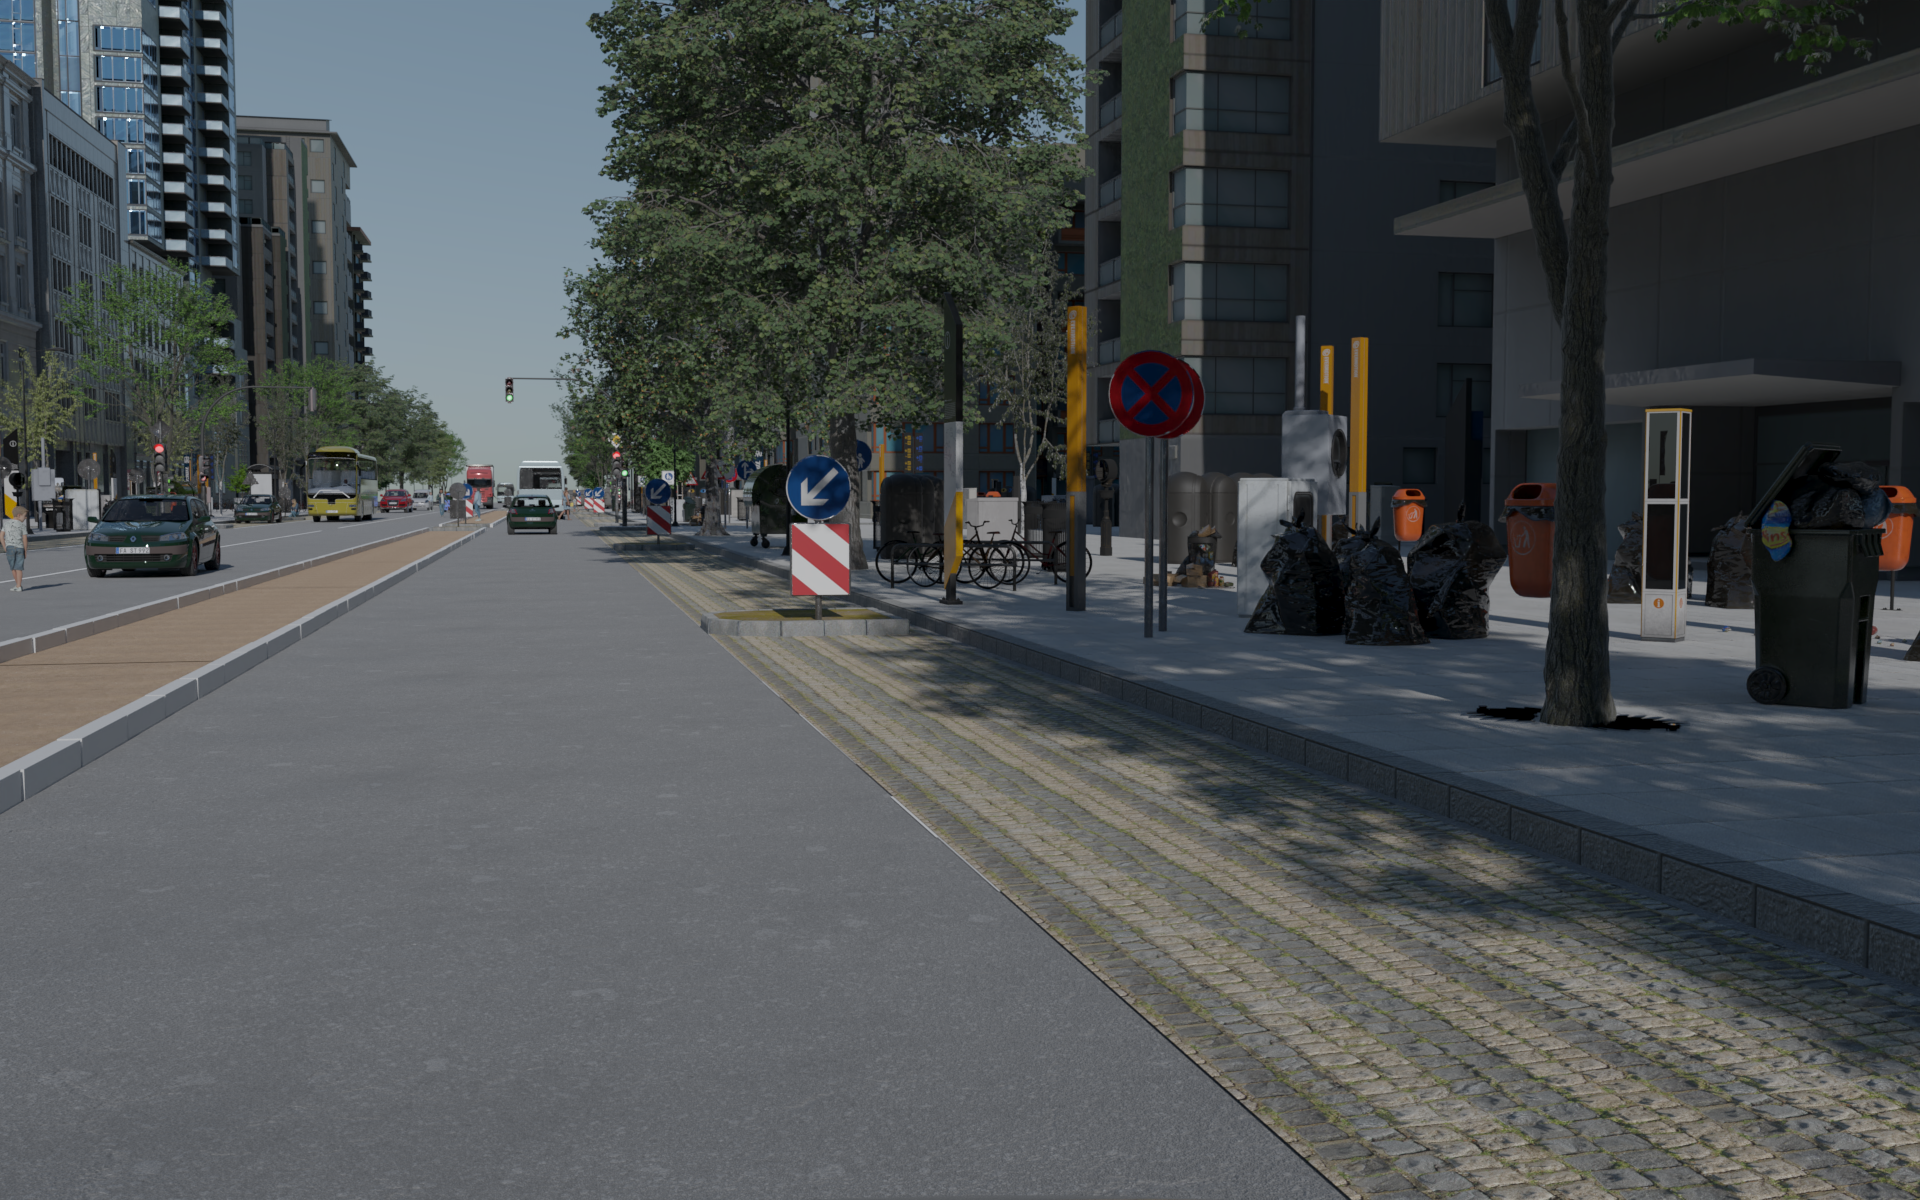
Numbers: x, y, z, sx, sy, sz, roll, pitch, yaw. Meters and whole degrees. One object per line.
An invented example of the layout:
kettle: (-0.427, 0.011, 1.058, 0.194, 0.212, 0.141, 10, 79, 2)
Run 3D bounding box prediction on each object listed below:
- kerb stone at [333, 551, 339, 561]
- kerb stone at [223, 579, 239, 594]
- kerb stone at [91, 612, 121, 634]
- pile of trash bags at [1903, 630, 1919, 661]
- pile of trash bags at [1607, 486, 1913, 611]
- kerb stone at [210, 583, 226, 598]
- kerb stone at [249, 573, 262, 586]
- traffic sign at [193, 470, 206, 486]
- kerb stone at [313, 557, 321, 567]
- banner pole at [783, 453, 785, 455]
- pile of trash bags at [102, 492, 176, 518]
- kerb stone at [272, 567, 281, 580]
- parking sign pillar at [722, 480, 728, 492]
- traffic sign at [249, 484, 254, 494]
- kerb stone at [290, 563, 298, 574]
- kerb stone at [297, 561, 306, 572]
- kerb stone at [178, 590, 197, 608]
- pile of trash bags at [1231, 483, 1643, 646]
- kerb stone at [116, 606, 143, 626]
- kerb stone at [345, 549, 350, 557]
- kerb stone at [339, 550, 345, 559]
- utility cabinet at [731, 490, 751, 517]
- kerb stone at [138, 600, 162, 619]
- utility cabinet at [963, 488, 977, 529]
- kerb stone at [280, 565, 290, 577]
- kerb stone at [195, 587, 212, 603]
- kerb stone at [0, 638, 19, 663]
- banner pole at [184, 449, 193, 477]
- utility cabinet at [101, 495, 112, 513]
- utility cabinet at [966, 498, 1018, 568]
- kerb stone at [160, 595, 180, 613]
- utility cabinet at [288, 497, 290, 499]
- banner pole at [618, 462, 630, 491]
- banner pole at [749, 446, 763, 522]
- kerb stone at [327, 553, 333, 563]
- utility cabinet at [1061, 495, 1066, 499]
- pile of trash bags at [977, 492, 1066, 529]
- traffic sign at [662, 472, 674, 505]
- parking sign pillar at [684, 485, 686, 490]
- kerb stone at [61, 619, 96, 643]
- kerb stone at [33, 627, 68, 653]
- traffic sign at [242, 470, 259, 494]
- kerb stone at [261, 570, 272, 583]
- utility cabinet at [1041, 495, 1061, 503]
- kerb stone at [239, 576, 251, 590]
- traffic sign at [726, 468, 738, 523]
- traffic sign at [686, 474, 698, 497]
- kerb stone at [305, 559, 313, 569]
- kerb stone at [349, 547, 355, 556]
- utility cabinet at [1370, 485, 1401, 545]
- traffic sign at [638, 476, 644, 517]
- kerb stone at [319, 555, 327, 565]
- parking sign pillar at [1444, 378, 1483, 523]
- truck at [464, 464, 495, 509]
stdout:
kerb stone: (-13.413, -0.899, 36.921, 0.120, 0.150, 1.000, -1, 4, -13)
kerb stone: (-10.581, -0.169, 24.959, 0.120, 0.150, 1.000, -1, 4, -13)
kerb stone: (-8.932, 0.260, 17.985, 0.120, 0.150, 1.000, -1, 4, -13)
pile of trash bags: (8.415, -0.146, 12.139, 1.912, 1.369, 3.447, -1, 4, -10)
pile of trash bags: (9.154, -0.624, 19.948, 1.912, 1.369, 3.447, -3, 5, -44)
kerb stone: (-10.350, -0.103, 23.963, 0.120, 0.150, 1.000, -1, 4, -13)
kerb stone: (-11.053, -0.291, 26.959, 0.120, 0.150, 1.000, -1, 4, -13)
traffic sign: (-41.155, -5.717, 93.479, 0.884, 2.594, 0.081, 0, 4, -8)
kerb stone: (-12.706, -0.718, 33.931, 0.120, 0.150, 1.000, -1, 4, -13)
banner pole: (-10.409, -6.994, 104.372, 0.863, 3.779, 0.401, 2, 4, 34)
pile of trash bags: (-40.456, -4.632, 85.482, 3.447, 1.369, 1.912, -2, 4, -29)
kerb stone: (-11.529, -0.413, 28.947, 0.120, 0.150, 1.000, -1, 4, -13)
parking sign pillar: (-20.165, -9.821, 149.046, 1.447, 3.967, 1.447, -1, 4, -18)
traffic sign: (-46.705, -6.956, 113.837, 0.768, 2.556, 0.104, 0, 4, -6)
kerb stone: (-12.000, -0.535, 30.937, 0.120, 0.150, 1.000, -1, 4, -13)
kerb stone: (-12.242, -0.588, 31.931, 0.120, 0.150, 1.000, -1, 4, -13)
kerb stone: (-9.872, 0.014, 21.965, 0.120, 0.150, 1.000, -1, 4, -13)
pile of trash bags: (4.064, -0.334, 15.210, 1.912, 1.369, 3.447, -2, 4, -26)
kerb stone: (-9.168, 0.197, 18.980, 0.120, 0.150, 1.000, -1, 4, -13)
kerb stone: (-13.891, -1.020, 38.922, 0.120, 0.150, 1.000, -1, 4, -13)
kerb stone: (-13.650, -0.961, 37.916, 0.120, 0.150, 1.000, -1, 4, -13)
utility cabinet: (-11.794, -5.218, 93.995, 1.173, 1.500, 0.318, 0, 4, 1)
kerb stone: (-9.405, 0.136, 19.974, 0.120, 0.150, 1.000, -1, 4, -13)
utility cabinet: (0.293, -3.359, 63.592, 0.318, 1.500, 1.173, -1, 4, -16)
kerb stone: (-11.760, -0.474, 29.943, 0.120, 0.150, 1.000, -1, 4, -13)
kerb stone: (-10.116, -0.047, 22.966, 0.120, 0.150, 1.000, -1, 4, -13)
kerb stone: (-8.241, 0.440, 14.997, 0.120, 0.150, 1.000, -1, 4, -13)
banner pole: (-42.900, -6.508, 96.422, 0.863, 3.779, 0.401, 2, 4, 26)
utility cabinet: (-50.927, -5.609, 102.871, 1.020, 1.237, 0.306, 0, 4, 0)
utility cabinet: (0.563, -1.173, 30.335, 0.306, 1.237, 1.020, 3, 5, 45)
kerb stone: (-9.644, 0.077, 20.968, 0.120, 0.150, 1.000, -1, 4, -13)
utility cabinet: (-50.241, -7.221, 129.220, 0.306, 1.237, 1.020, 0, 4, -7)
banner pole: (-22.789, -7.759, 116.881, 0.863, 3.779, 0.401, -1, 4, -14)
banner pole: (-9.348, -5.430, 78.794, 0.863, 3.779, 0.401, -1, 4, -8)
kerb stone: (-13.177, -0.840, 35.926, 0.120, 0.150, 1.000, -1, 4, -13)
utility cabinet: (5.219, -4.682, 87.716, 1.020, 1.237, 0.306, -2, 4, -30)
pile of trash bags: (2.450, -3.321, 64.050, 3.447, 1.369, 1.912, 2, 4, 30)
traffic sign: (-12.904, -4.568, 76.821, 0.606, 2.300, 0.079, 0, 4, -5)
parking sign pillar: (-20.465, -8.505, 127.533, 1.447, 3.967, 1.447, 0, 4, -1)
kerb stone: (-8.695, 0.318, 16.990, 0.120, 0.150, 1.000, -1, 4, -13)
kerb stone: (-8.462, 0.384, 15.995, 0.120, 0.150, 1.000, -1, 4, -13)
traffic sign: (-38.894, -5.808, 94.966, 0.884, 2.594, 0.081, -1, 4, -11)
kerb stone: (-11.291, -0.349, 27.953, 0.120, 0.150, 1.000, -1, 4, -13)
utility cabinet: (4.359, -4.464, 84.146, 0.306, 1.237, 1.020, -2, 4, -33)
kerb stone: (-10.810, -0.230, 25.955, 0.120, 0.150, 1.000, -1, 4, -13)
traffic sign: (-10.220, -4.685, 76.699, 0.768, 2.556, 0.104, -1, 4, -13)
traffic sign: (-15.826, -6.224, 101.773, 0.884, 2.594, 0.081, 0, 4, -5)
kerb stone: (-12.473, -0.656, 32.927, 0.120, 0.150, 1.000, -1, 4, -13)
kerb stone: (-14.126, -1.084, 39.917, 0.120, 0.150, 1.000, -1, 4, -13)
utility cabinet: (10.539, -2.091, 42.864, 0.318, 1.500, 1.173, 3, 4, 37)
traffic sign: (-17.947, -5.878, 98.235, 0.606, 2.300, 0.079, -1, 4, -9)
kerb stone: (-12.940, -0.776, 34.926, 0.120, 0.150, 1.000, -1, 4, -13)
parking sign pillar: (11.887, -3.208, 40.928, 1.447, 3.967, 1.447, 0, 4, -5)
truck: (-46.111, -10.861, 166.488, 2.839, 4.237, 11.283, -1, 4, -14)
